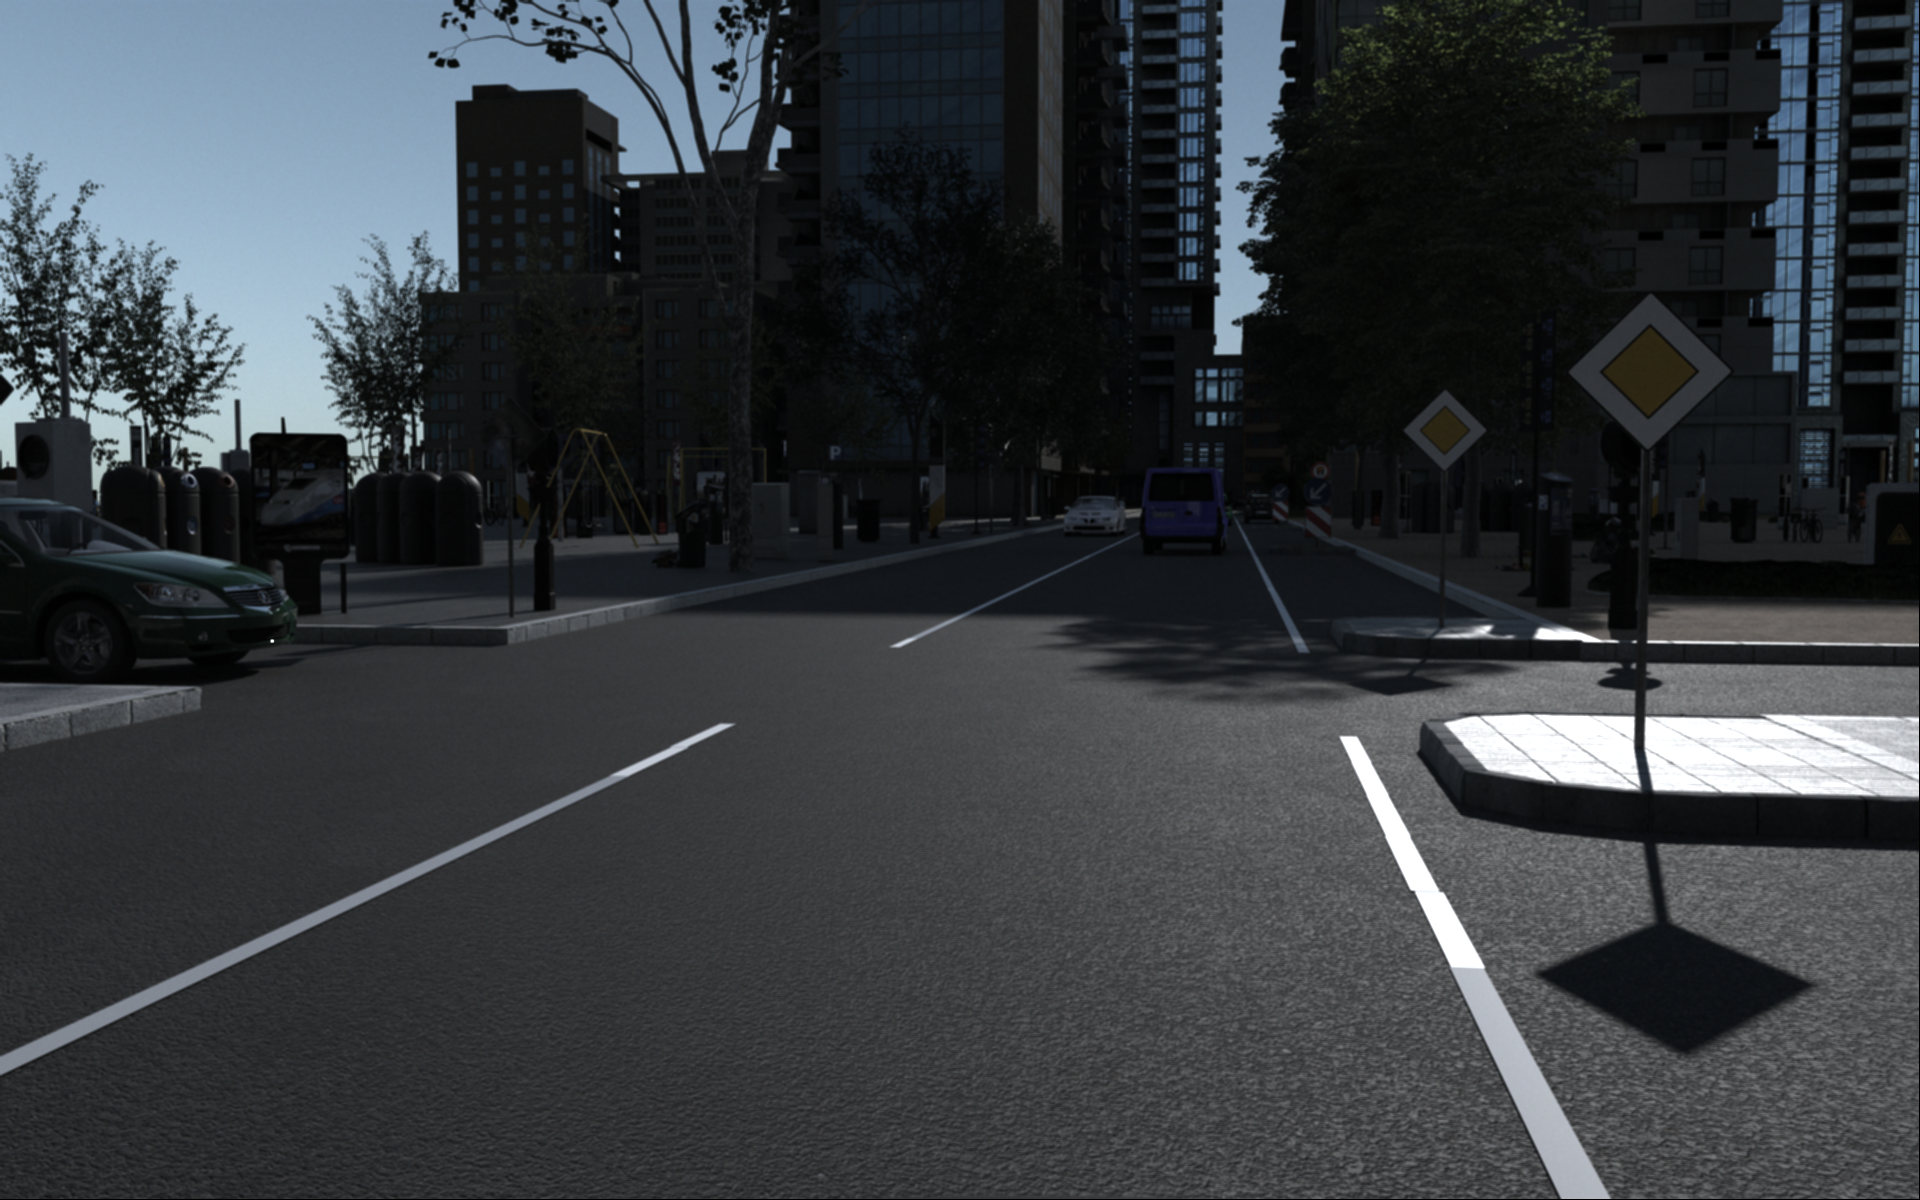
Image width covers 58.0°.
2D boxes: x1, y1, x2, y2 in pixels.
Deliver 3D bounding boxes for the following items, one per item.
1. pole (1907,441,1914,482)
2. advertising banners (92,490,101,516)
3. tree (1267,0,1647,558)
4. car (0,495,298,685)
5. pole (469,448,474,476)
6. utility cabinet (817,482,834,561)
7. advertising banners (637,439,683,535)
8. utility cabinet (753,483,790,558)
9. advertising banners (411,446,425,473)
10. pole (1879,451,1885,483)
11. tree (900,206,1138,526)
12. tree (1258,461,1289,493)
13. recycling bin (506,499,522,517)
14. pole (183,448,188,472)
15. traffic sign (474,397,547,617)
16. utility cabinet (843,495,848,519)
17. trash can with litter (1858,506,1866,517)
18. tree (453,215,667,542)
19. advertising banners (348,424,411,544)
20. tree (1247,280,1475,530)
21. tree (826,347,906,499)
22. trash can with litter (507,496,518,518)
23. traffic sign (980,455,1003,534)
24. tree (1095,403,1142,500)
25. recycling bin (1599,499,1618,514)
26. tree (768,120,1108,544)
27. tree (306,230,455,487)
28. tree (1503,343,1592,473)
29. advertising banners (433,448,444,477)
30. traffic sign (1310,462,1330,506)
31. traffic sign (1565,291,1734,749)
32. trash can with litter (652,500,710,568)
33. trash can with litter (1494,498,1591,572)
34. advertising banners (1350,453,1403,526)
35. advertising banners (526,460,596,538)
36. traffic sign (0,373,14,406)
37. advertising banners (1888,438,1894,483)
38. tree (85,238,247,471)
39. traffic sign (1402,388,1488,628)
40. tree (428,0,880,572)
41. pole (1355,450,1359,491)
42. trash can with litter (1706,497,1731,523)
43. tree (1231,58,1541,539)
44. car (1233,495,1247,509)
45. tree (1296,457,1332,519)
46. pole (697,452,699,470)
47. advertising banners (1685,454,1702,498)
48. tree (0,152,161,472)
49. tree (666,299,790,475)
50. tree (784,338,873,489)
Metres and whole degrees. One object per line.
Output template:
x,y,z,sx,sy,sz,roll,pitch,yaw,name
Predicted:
36.694,-4.469,66.904,0.158,3.312,0.155,0,3,0,pole
-33.146,-4.274,66.072,2.074,3.025,0.090,0,4,3,advertising banners
9.941,-7.129,34.685,7.486,12.596,7.792,0,3,0,tree
-7.834,-0.138,14.047,4.920,1.459,2.131,1,4,10,car
-21.537,-5.054,76.471,0.158,3.312,0.155,0,3,0,pole
-2.577,-1.503,33.246,0.318,1.500,1.173,0,4,-4,utility cabinet
-9.443,-3.577,54.676,0.090,3.025,2.074,2,4,34,advertising banners
-3.921,-1.570,34.346,1.173,1.500,0.318,3,4,36,utility cabinet
-20.384,-4.059,62.552,2.074,3.025,0.090,-1,4,-19,advertising banners
43.294,-5.351,81.340,0.158,3.312,0.155,0,3,0,pole
2.321,-9.328,69.523,9.611,12.733,9.660,0,3,0,tree
30.435,-11.220,167.165,4.285,4.588,4.351,0,3,0,tree
-24.534,-5.079,95.588,0.722,1.027,0.722,2,4,24,recycling bin
-33.907,-5.018,75.893,0.158,3.312,0.155,0,3,0,pole
-4.667,-0.877,17.984,0.795,2.450,0.064,1,4,9,traffic sign
-6.172,-4.836,90.228,0.306,1.237,1.020,-2,4,-26,utility cabinet
20.261,-1.631,38.054,1.055,1.170,0.624,-3,4,-39,trash can with litter
-10.555,-5.884,46.559,4.360,8.622,3.978,0,3,0,tree
-14.719,-2.905,43.682,2.074,3.025,0.090,2,4,28,advertising banners
14.262,-7.814,62.164,8.767,10.594,7.601,1,4,23,tree
-4.786,-8.225,84.835,4.737,8.622,4.395,0,3,0,tree
-23.730,-4.911,91.688,0.624,1.170,1.055,-3,4,-37,trash can with litter
1.006,-3.423,56.074,0.768,2.556,0.104,1,4,11,traffic sign
12.457,-11.582,139.723,4.737,8.622,4.395,0,3,0,tree
32.591,-4.556,87.043,0.722,1.027,0.722,-3,5,-39,recycling bin
-1.373,-6.722,44.323,8.767,10.594,7.601,2,4,29,tree
-15.412,-5.953,47.701,4.360,8.622,3.978,0,3,0,tree
28.181,-8.092,82.672,4.737,8.622,4.395,0,3,0,tree
-18.969,-4.206,64.961,2.074,3.025,0.090,2,4,29,advertising banners
14.131,-4.149,67.947,0.768,2.556,0.104,1,4,18,traffic sign
3.420,-0.307,8.665,0.795,2.450,0.064,1,4,9,traffic sign
-4.908,-1.154,30.260,1.055,1.170,0.624,2,4,24,trash can with litter
9.869,-1.111,29.222,1.678,1.210,2.233,3,5,44,trash can with litter
16.784,-4.498,69.726,2.074,3.025,0.090,1,4,11,advertising banners
-11.680,-3.319,50.454,2.074,3.025,0.090,-1,4,-23,advertising banners
-5.865,-0.394,10.089,0.795,2.450,0.064,1,4,9,traffic sign
29.830,-3.603,55.105,2.074,3.025,0.090,-3,5,-44,advertising banners
-23.170,-6.101,50.108,4.737,8.622,4.395,0,3,0,tree
4.618,-0.790,16.560,0.795,2.450,0.064,1,4,9,traffic sign
-4.047,-10.620,29.523,12.611,20.169,13.585,0,3,0,tree
18.453,-5.296,80.431,0.158,3.312,0.155,0,3,0,pole
34.150,-4.071,77.940,1.055,1.170,0.624,2,4,27,trash can with litter
12.385,-8.753,49.771,9.857,13.997,8.962,0,3,0,tree
26.854,-9.306,164.733,1.945,1.354,3.894,1,4,8,car
18.237,-5.778,89.068,1.663,3.219,1.824,0,3,0,tree
-12.674,-5.533,84.309,0.158,3.312,0.155,0,3,0,pole
32.679,-4.954,77.185,0.090,3.025,2.074,0,4,6,advertising banners
-19.619,-5.338,37.632,4.360,8.622,3.978,0,3,0,tree
-8.509,-6.998,64.775,4.737,8.622,4.395,0,3,0,tree
-6.249,-7.865,78.948,4.360,8.622,3.978,0,3,0,tree
